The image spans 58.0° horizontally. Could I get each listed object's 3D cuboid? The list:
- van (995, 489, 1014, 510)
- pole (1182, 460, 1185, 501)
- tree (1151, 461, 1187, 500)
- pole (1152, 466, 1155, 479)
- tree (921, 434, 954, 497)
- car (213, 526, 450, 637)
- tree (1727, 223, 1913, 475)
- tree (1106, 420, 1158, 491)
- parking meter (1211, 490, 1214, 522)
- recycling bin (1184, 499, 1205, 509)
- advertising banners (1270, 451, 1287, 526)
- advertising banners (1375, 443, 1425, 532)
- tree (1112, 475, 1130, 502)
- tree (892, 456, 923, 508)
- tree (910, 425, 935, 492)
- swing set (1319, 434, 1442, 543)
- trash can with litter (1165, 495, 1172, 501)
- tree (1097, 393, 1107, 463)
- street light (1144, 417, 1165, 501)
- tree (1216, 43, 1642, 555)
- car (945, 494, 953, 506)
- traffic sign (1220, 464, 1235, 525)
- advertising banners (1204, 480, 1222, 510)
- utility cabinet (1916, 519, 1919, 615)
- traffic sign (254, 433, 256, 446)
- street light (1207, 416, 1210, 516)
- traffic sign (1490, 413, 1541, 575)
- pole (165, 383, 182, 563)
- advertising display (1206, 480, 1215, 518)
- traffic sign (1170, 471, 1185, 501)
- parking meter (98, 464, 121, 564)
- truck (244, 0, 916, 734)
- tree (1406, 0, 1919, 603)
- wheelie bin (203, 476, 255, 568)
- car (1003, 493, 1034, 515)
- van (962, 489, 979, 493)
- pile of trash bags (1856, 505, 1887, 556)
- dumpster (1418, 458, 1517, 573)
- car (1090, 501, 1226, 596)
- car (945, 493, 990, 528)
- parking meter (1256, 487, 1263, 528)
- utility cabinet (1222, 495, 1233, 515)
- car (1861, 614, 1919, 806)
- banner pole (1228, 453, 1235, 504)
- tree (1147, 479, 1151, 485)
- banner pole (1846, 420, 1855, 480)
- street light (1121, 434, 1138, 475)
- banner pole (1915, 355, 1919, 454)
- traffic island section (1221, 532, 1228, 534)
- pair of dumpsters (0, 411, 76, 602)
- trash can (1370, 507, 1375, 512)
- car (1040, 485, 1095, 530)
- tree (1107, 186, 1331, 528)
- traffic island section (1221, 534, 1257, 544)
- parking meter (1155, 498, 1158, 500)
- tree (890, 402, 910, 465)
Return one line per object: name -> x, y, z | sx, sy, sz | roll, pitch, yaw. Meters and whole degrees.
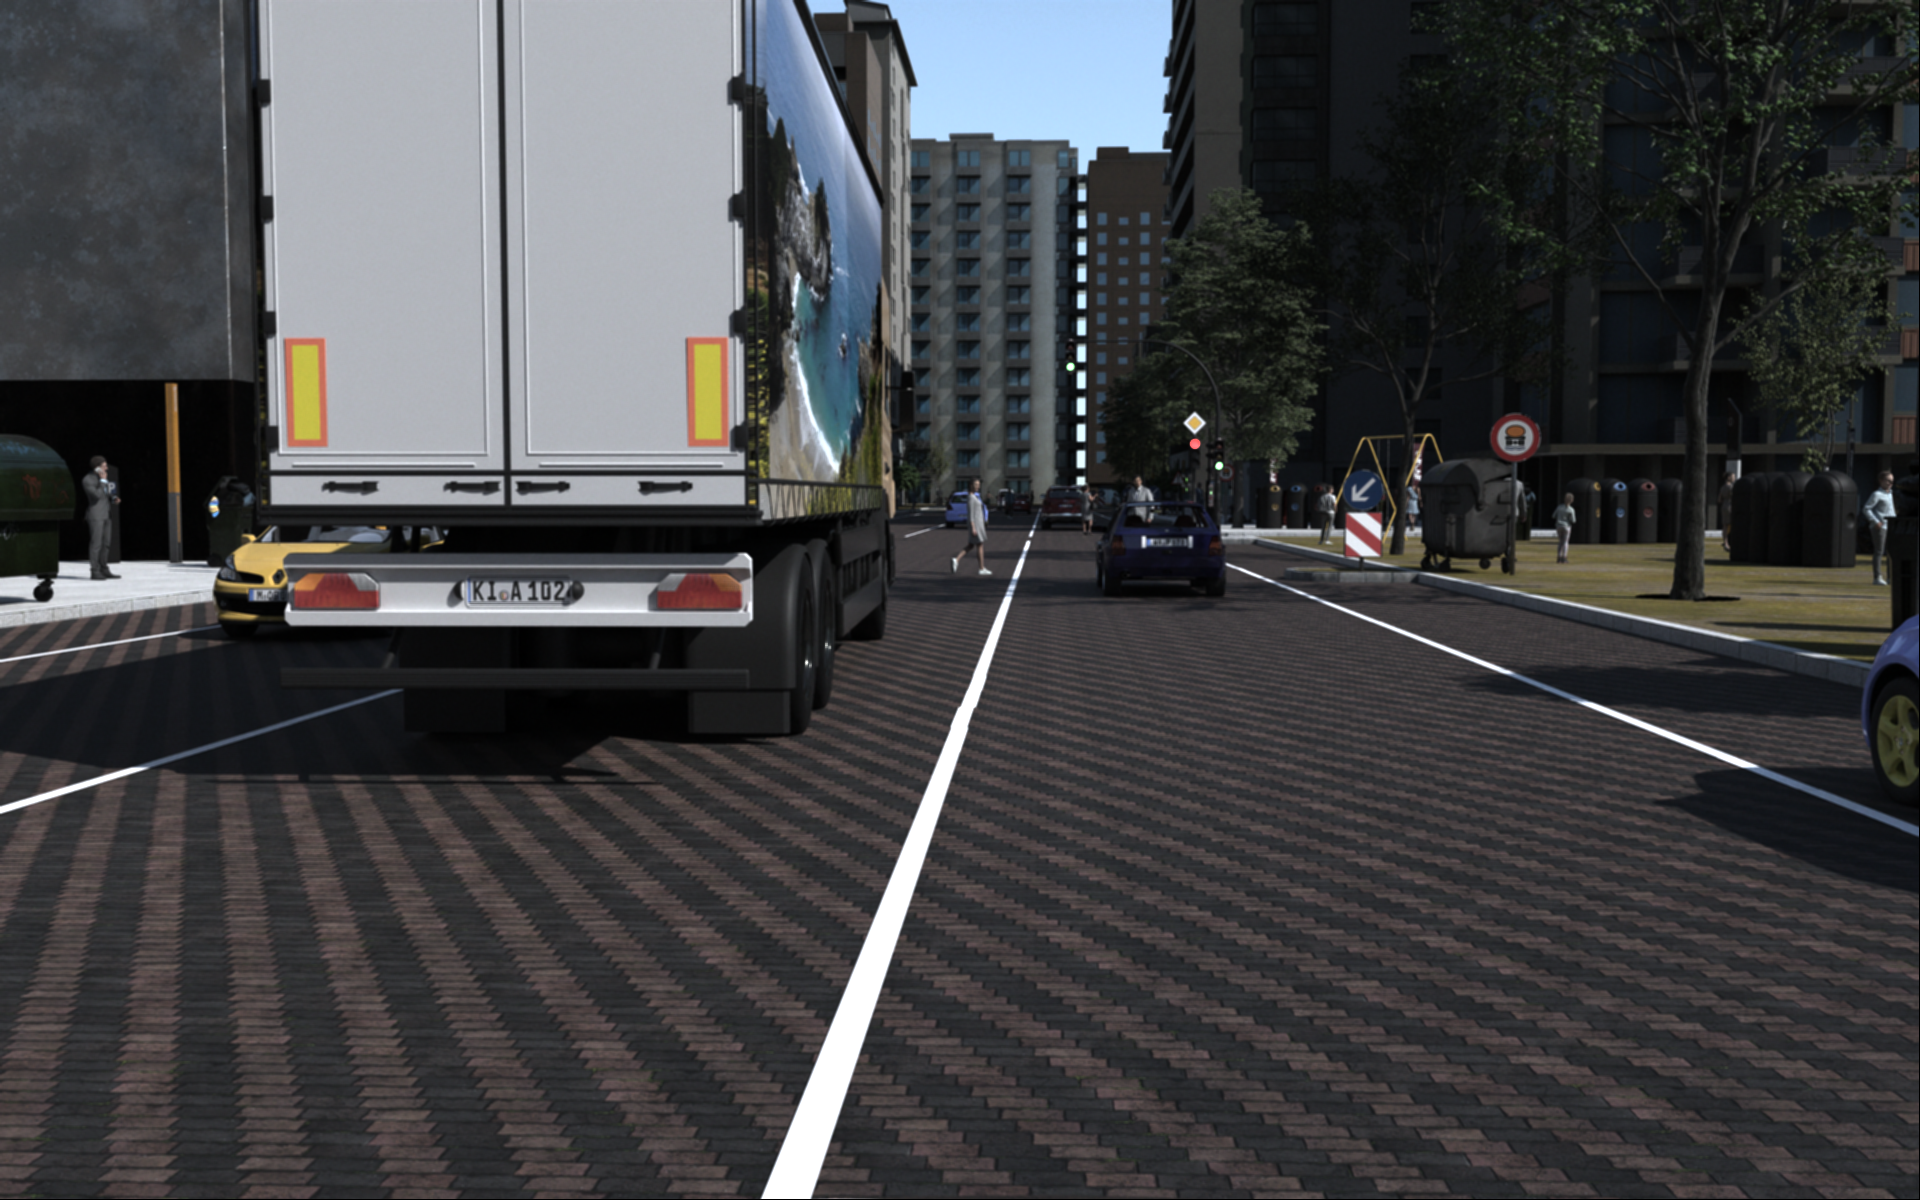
van -> 4.190, -9.136, 156.383 | 2.013, 2.044, 4.112 | 0, 4, 3
pole -> 13.477, -6.770, 104.527 | 0.158, 3.312, 0.155 | 0, 3, 0
tree -> 12.371, -6.466, 100.317 | 1.663, 3.219, 1.824 | 0, 3, 0
pole -> 13.921, -8.016, 124.900 | 0.158, 3.312, 0.155 | 0, 3, 0
tree -> -2.710, -15.617, 205.694 | 4.737, 8.622, 4.395 | 0, 3, 0
car -> -6.467, -0.512, 18.601 | 2.015, 1.641, 3.980 | 0, 4, 4
tree -> 23.243, -5.904, 46.895 | 4.737, 8.622, 4.395 | 0, 3, 0
tree -> 15.481, -12.354, 152.352 | 4.737, 8.622, 4.395 | 0, 3, 0
parking meter -> 10.520, -3.847, 71.308 | 0.372, 1.533, 0.369 | 0, 3, 0
recycling bin -> 11.021, -4.206, 81.328 | 0.722, 1.027, 0.722 | -2, 4, -31
advertising banners -> 13.343, -4.552, 70.619 | 2.074, 3.025, 0.090 | -2, 4, -29
advertising banners -> 14.932, -3.832, 58.845 | 2.074, 3.025, 0.090 | -1, 4, -22
tree -> 16.560, -11.342, 180.041 | 1.663, 3.219, 1.824 | 0, 3, 0
tree -> -5.263, -11.027, 164.001 | 4.285, 4.588, 4.351 | 0, 3, 0
tree -> -4.583, -13.654, 173.603 | 4.360, 8.622, 3.978 | 0, 3, 0
swing set -> 11.690, -2.973, 46.225 | 2.862, 2.851, 3.119 | -1, 4, -22
trash can with litter -> 13.292, -5.887, 107.316 | 2.233, 1.210, 1.678 | 0, 4, 5
tree -> 14.940, -13.706, 142.225 | 7.486, 12.596, 7.792 | 0, 3, 0
street light -> 11.738, -8.051, 104.179 | 1.470, 5.913, 1.316 | 0, 4, 3
tree -> 9.329, -6.210, 35.947 | 8.767, 10.594, 7.601 | -1, 4, -21
car -> -0.211, -8.374, 145.957 | 2.155, 1.783, 4.494 | 0, 4, 1
traffic sign -> 11.131, -4.428, 72.502 | 0.768, 2.556, 0.104 | 0, 4, 5
advertising banners -> 14.520, -6.392, 100.694 | 0.090, 3.025, 2.074 | -3, 5, -40
utility cabinet -> 8.045, -0.311, 13.770 | 1.173, 1.500, 0.318 | -3, 4, -37
traffic sign -> -10.825, -1.669, 27.401 | 0.768, 2.556, 0.104 | 1, 4, 12
street light -> 10.259, -6.271, 75.066 | 1.470, 5.913, 1.316 | 0, 4, 3
traffic sign -> 8.758, -1.669, 27.394 | 0.768, 2.556, 0.104 | 1, 4, 10
pole -> -14.522, -2.333, 31.986 | 0.158, 3.312, 0.155 | 0, 3, 0
advertising display -> 11.578, -4.575, 80.009 | 0.123, 1.923, 0.974 | 2, 4, 27
traffic sign -> 12.195, -5.921, 96.804 | 0.884, 2.594, 0.081 | 1, 4, 9
parking meter -> -15.792, -1.612, 32.074 | 0.255, 1.863, 0.399 | 1, 4, 18
truck -> -1.985, -1.513, 13.651 | 2.839, 4.237, 11.283 | 0, 4, 1
tree -> 8.936, -5.799, 20.577 | 9.928, 11.665, 9.643 | 0, 3, 0
wheelie bin -> -12.802, -1.376, 30.412 | 0.693, 1.594, 0.980 | 0, 4, -1
car -> 4.106, -6.901, 121.869 | 2.155, 1.783, 4.494 | 0, 4, 3
van -> 0.818, -8.176, 140.688 | 2.013, 2.044, 4.112 | 0, 4, 3
pile of trash bags -> 19.965, -1.604, 35.980 | 1.912, 1.369, 3.447 | 0, 4, 1
dumpster -> 8.413, -1.405, 28.735 | 1.264, 1.857, 1.865 | 0, 4, 3
car -> 2.922, -0.799, 25.650 | 1.945, 1.354, 3.894 | 0, 4, 2
car -> 0.305, -3.965, 74.418 | 1.945, 1.707, 3.694 | 0, 4, 3
parking meter -> 11.368, -3.485, 65.391 | 0.372, 1.533, 0.369 | 0, 3, 0
utility cabinet -> 16.573, -5.798, 105.955 | 1.020, 1.237, 0.306 | 0, 4, -1
car -> 5.132, 0.168, 6.850 | 1.945, 1.707, 3.694 | 0, 4, 1
banner pole -> 16.482, -7.038, 105.085 | 0.401, 3.779, 0.863 | 3, 5, 39
tree -> 13.214, -7.178, 111.958 | 1.663, 3.219, 1.824 | 0, 3, 0
banner pole -> 29.844, -4.165, 58.108 | 0.401, 3.779, 0.863 | 1, 4, 10
street light -> 13.115, -9.840, 133.429 | 1.470, 5.913, 1.316 | 0, 4, 3
banner pole -> 17.401, -2.507, 31.007 | 0.863, 3.779, 0.401 | 3, 5, 40
traffic island section -> 7.987, -2.248, 59.033 | 2.009, 0.180, 2.903 | 0, 4, 3
pair of dumpsters -> -11.369, -0.978, 18.484 | 1.574, 2.255, 4.437 | 0, 4, 3
trash can -> 31.182, -7.405, 132.724 | 0.748, 1.137, 0.748 | 0, 3, 0
car -> 4.423, -3.842, 71.487 | 2.281, 1.827, 5.304 | 0, 4, 5
tree -> 10.252, -8.974, 64.860 | 7.486, 12.596, 7.792 | 0, 3, 0
traffic island section -> 7.591, -1.760, 51.057 | 2.009, 0.180, 2.903 | 0, 4, 3
parking meter -> 14.645, -7.410, 129.563 | 0.372, 1.533, 0.369 | 0, 3, 0
tree -> -6.725, -10.806, 127.041 | 4.360, 8.622, 3.978 | 0, 3, 0
